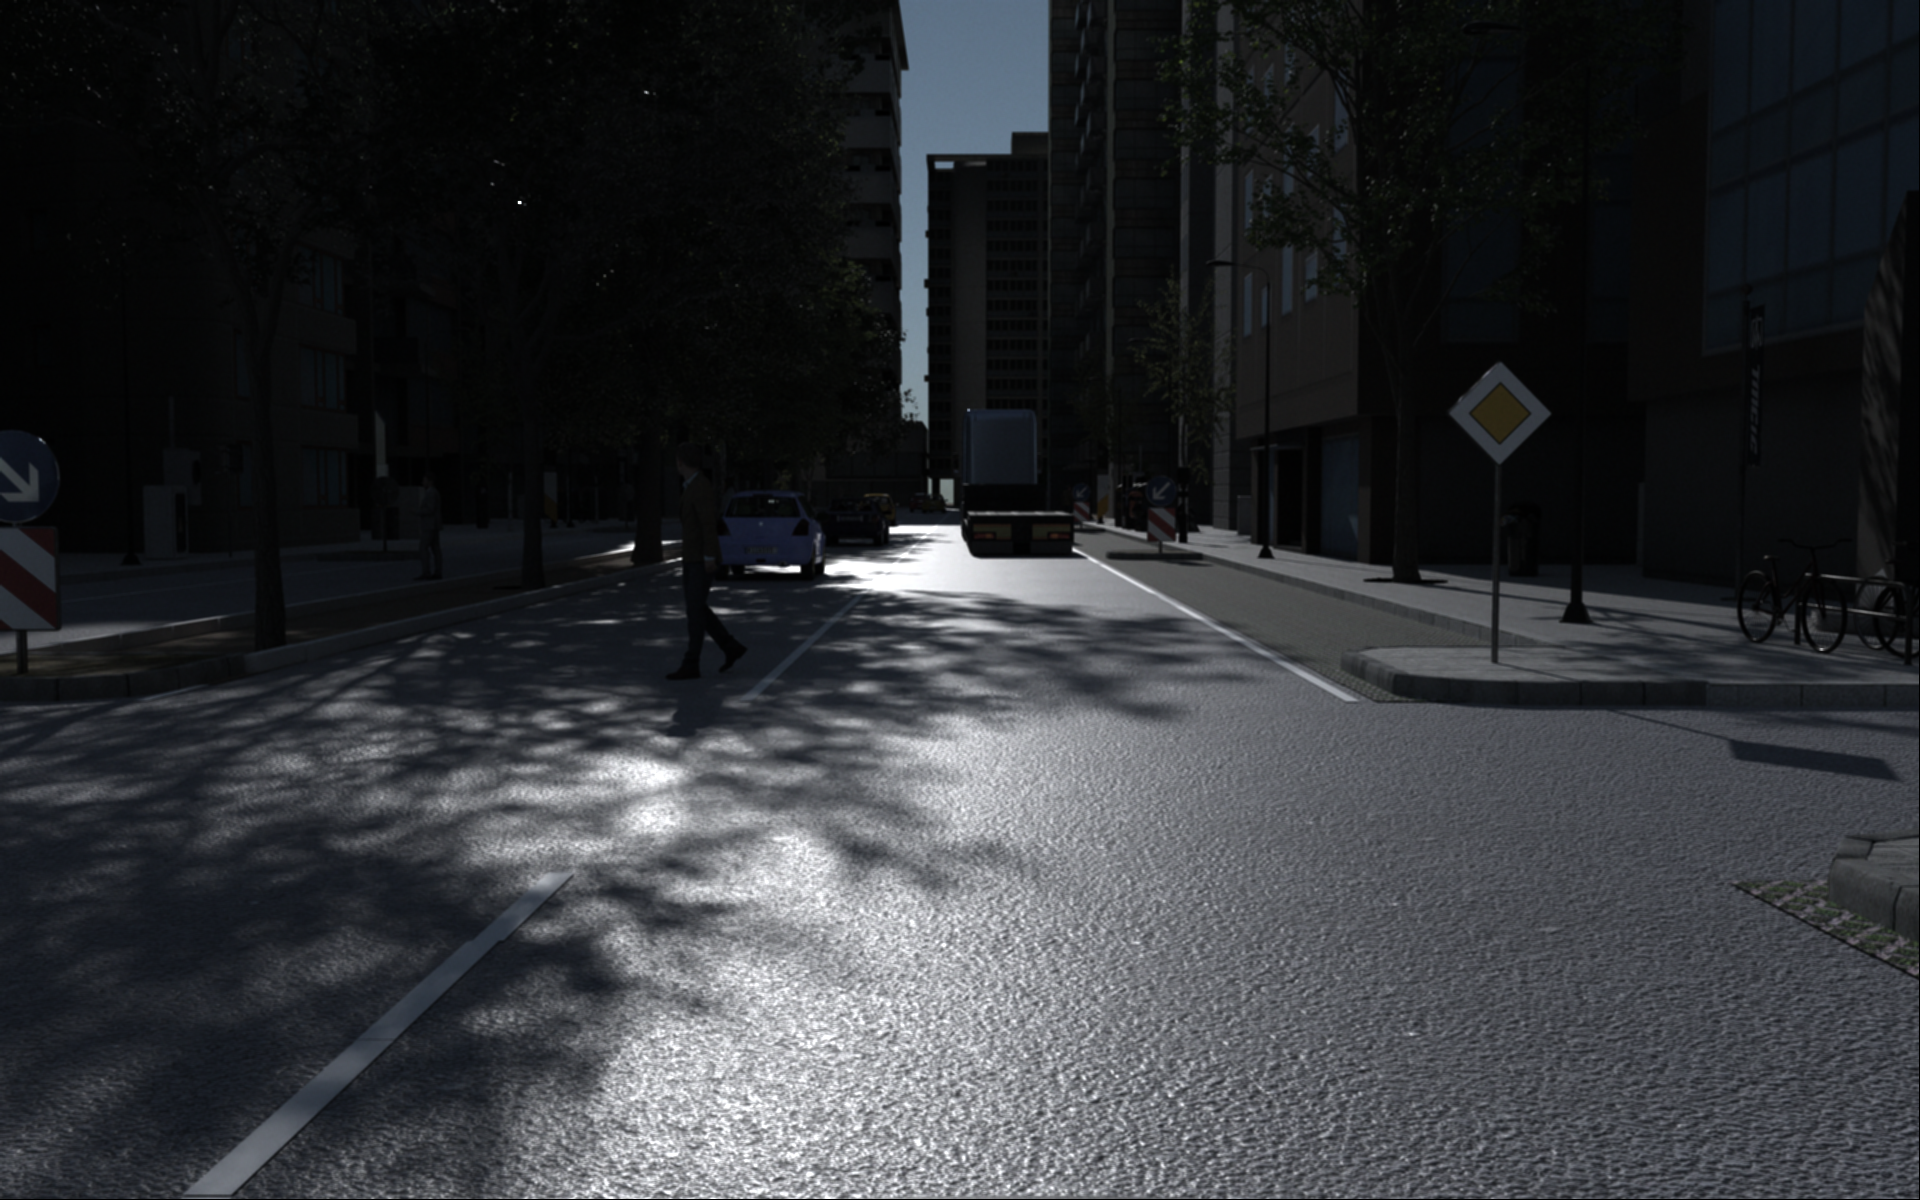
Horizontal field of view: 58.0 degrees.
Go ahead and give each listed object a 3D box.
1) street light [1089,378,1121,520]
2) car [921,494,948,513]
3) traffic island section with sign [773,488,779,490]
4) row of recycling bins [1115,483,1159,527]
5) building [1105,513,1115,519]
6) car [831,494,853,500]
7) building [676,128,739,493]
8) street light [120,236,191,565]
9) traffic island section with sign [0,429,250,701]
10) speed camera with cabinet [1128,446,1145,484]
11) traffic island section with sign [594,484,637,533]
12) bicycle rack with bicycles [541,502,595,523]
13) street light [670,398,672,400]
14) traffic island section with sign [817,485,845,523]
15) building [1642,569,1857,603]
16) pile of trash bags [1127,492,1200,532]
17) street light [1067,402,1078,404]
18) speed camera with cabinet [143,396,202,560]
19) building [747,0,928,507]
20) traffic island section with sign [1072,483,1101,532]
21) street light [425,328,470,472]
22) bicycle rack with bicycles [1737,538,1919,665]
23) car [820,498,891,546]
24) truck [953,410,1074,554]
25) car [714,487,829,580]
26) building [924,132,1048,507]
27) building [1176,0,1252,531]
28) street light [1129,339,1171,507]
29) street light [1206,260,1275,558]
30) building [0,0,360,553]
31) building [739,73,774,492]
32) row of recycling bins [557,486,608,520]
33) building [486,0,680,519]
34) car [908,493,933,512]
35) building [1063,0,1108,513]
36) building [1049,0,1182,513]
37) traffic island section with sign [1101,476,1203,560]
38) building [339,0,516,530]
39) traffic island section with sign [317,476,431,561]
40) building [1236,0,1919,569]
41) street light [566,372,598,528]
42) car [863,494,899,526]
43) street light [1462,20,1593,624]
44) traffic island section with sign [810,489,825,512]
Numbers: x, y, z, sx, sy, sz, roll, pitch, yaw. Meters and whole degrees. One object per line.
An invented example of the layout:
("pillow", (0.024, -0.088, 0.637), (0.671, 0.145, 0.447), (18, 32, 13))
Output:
("street light", (5.855, -5.921, 69.355), (1.470, 5.913, 1.316), (0, 4, 0))
("car", (-1.935, -7.337, 130.184), (2.015, 1.641, 3.980), (0, 4, 2))
("traffic island section with sign", (-12.243, -6.527, 115.341), (1.989, 1.847, 2.006), (0, 4, 0))
("row of recycling bins", (6.798, -3.619, 66.288), (1.069, 1.692, 3.534), (-1, 4, -11))
("building", (15.057, -25.232, 96.143), (14.154, 41.232, 14.086), (0, 4, 0))
("car", (-9.253, -7.857, 138.253), (2.009, 1.686, 4.222), (0, 3, 0))
("building", (-22.068, -20.686, 109.916), (14.160, 30.474, 14.107), (0, 4, 0))
("street light", (-14.450, -3.584, 31.133), (1.470, 5.913, 1.316), (0, 4, 0))
("traffic island section with sign", (-6.697, -0.292, 12.916), (2.006, 1.907, 1.989), (0, 4, 0))
("speed camera with cabinet", (7.130, -4.723, 71.561), (0.660, 3.252, 2.038), (0, 4, -6))
("traffic island section with sign", (-12.560, -3.448, 64.995), (1.989, 1.847, 2.006), (0, 4, 0))
("bicycle rack with bicycles", (-17.562, -3.949, 77.953), (2.852, 0.926, 2.925), (2, 4, 35))
("street light", (-14.159, -6.787, 83.503), (1.470, 5.913, 1.316), (0, 4, 0))
("traffic island section with sign", (-6.241, -4.888, 88.053), (2.006, 1.907, 1.989), (0, 4, 0))
("building", (17.172, -22.512, 18.182), (14.200, 45.320, 14.600), (0, 4, 0))
("pile of trash bags", (6.777, -3.069, 59.931), (1.912, 1.369, 3.447), (-2, 4, -25))
("street light", (6.032, -7.005, 87.078), (1.470, 5.913, 1.316), (0, 4, 0))
("speed camera with cabinet", (-15.666, -2.455, 34.472), (0.660, 3.252, 2.038), (-1, 4, -9))
("building", (-17.513, -36.453, 185.251), (27.495, 52.752, 28.713), (0, 4, 0))
("traffic island section with sign", (4.417, -3.461, 65.223), (1.989, 1.847, 2.006), (0, 4, 0))
("street light", (-14.383, -4.648, 48.528), (1.470, 5.913, 1.316), (0, 4, 0))
("bicycle rack with bicycles", (7.881, -0.020, 13.704), (2.852, 0.926, 2.925), (0, 4, 2))
("car", (-2.934, -2.213, 48.767), (1.945, 1.354, 3.894), (0, 4, 1))
("truck", (1.332, -3.646, 49.369), (2.967, 4.110, 18.799), (0, 4, -1))
("car", (-3.264, -1.251, 30.047), (1.945, 1.707, 3.694), (0, 4, -1))
("building", (8.249, -30.375, 188.508), (23.993, 40.220, 32.217), (0, 4, 0))
("building", (20.039, -32.482, 73.082), (21.231, 58.520, 28.212), (0, 4, 0))
("street light", (5.749, -4.857, 51.960), (1.470, 5.913, 1.316), (0, 4, 0))
("street light", (5.591, -3.794, 34.566), (1.470, 5.913, 1.316), (0, 4, 0))
("building", (-30.004, -11.403, 31.479), (27.650, 21.520, 28.899), (0, 4, 0))
("building", (-28.380, -27.871, 147.573), (23.993, 40.220, 32.217), (0, 4, 0))
("row of recycling bins", (-18.820, -4.829, 86.060), (3.534, 1.692, 1.069), (3, 4, 37))
("building", (-23.810, -25.194, 95.516), (14.154, 41.232, 14.086), (0, 4, 0))
("car", (-3.018, -7.786, 136.348), (2.155, 1.783, 4.494), (0, 4, 0))
("building", (19.423, -30.496, 118.212), (23.786, 49.044, 30.456), (0, 4, 0))
("building", (14.090, -27.958, 140.713), (14.154, 41.232, 14.086), (0, 4, 0))
("traffic island section with sign", (4.255, -1.813, 38.269), (1.989, 1.847, 2.006), (0, 4, 0))
("building", (-30.611, -25.258, 67.588), (22.147, 44.769, 28.867), (0, 4, 0))
("traffic island section with sign", (-12.731, -1.790, 37.902), (1.989, 1.847, 2.006), (0, 4, 0))
("building", (14.038, -23.648, 36.755), (14.600, 45.320, 14.200), (0, 4, 0))
("street light", (-14.363, -5.723, 66.109), (1.470, 5.913, 1.316), (0, 4, 0))
("car", (-3.794, -4.224, 79.290), (2.015, 1.641, 3.980), (0, 4, -1))
("street light", (5.625, -2.730, 17.170), (1.470, 5.913, 1.316), (0, 4, 0))
("traffic island section with sign", (-12.072, -8.175, 142.295), (1.989, 1.847, 2.006), (0, 4, 0))
